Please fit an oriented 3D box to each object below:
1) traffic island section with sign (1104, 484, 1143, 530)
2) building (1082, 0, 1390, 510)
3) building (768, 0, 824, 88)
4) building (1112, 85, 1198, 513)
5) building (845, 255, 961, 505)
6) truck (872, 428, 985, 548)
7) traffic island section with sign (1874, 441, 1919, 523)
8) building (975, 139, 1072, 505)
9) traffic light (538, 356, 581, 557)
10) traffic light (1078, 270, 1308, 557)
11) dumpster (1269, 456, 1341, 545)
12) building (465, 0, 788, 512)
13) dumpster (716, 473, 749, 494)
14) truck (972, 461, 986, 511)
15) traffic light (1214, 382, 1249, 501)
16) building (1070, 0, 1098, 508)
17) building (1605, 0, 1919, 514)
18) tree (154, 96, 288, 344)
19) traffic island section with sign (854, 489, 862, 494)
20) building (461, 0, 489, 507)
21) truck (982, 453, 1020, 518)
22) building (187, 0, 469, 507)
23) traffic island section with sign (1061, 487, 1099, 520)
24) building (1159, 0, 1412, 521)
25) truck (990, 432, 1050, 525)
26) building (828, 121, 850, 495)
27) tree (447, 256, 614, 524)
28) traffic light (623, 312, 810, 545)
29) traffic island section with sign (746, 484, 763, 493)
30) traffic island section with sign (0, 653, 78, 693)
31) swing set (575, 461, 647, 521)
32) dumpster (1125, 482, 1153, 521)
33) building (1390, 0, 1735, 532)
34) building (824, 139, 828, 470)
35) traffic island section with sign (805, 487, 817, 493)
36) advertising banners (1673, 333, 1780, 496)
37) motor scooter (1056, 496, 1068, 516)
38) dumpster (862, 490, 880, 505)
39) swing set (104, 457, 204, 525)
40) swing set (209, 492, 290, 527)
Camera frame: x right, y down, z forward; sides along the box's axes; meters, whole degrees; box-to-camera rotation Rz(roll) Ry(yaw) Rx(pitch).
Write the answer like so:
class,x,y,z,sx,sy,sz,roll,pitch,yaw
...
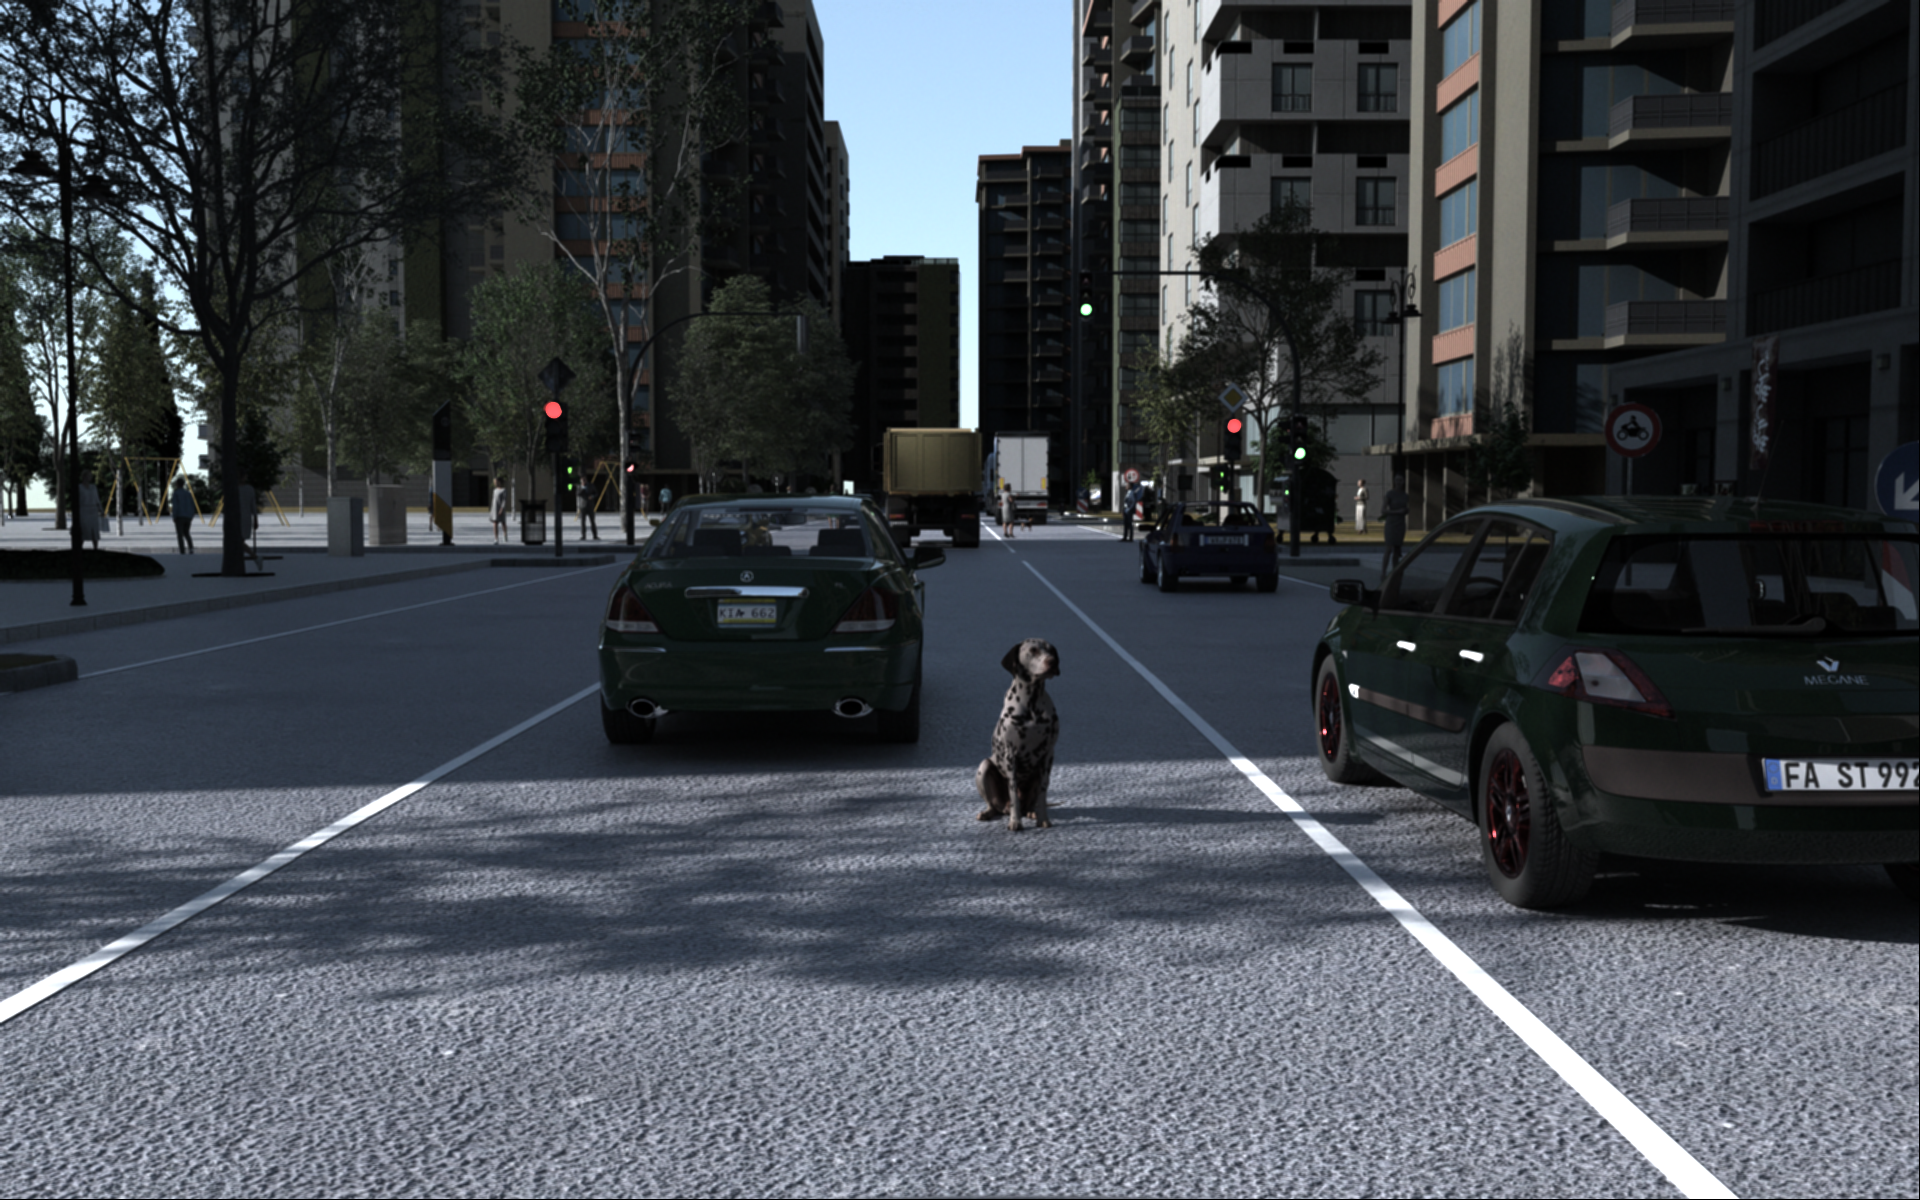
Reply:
class,x,y,z,sx,sy,sz,roll,pitch,yaw
traffic island section with sign,6.739,-3.669,68.622,1.989,1.847,2.006,0,4,0
building,21.780,-30.129,147.235,22.147,44.769,28.867,0,4,0
building,-23.824,-32.723,158.717,21.300,48.544,21.600,0,4,0
building,17.985,-21.675,126.093,14.160,30.474,14.107,0,4,0
building,-6.988,-26.975,212.736,14.107,30.474,14.160,0,4,0
truck,-0.854,-3.283,49.600,3.469,3.379,9.791,0,4,-2
traffic island section with sign,7.012,-0.307,13.644,1.989,1.847,2.006,0,4,0
building,14.824,-34.370,216.565,28.867,44.769,22.147,0,4,0
traffic light,-8.208,-2.842,35.390,0.839,4.253,0.868,0,4,0
traffic light,4.762,-3.710,35.333,4.771,5.953,1.251,0,4,0
dumpster,8.878,-2.573,44.559,1.502,2.255,1.985,0,4,0
building,-25.112,-29.254,132.923,22.147,44.769,28.867,0,4,0
dumpster,-10.569,-4.800,80.966,1.502,2.255,1.985,0,4,0
truck,2.410,-9.961,151.773,2.839,4.237,11.283,0,4,-2
traffic light,6.811,-3.336,43.470,0.839,4.253,0.868,0,4,0
building,21.822,-38.760,175.732,21.231,58.520,28.212,0,4,0
building,22.494,-35.613,20.526,20.563,71.187,20.611,0,4,0
tree,-31.470,-13.923,83.534,12.611,20.169,13.585,0,3,0
traffic island section with sign,-8.505,-8.357,145.269,1.989,1.847,2.006,0,4,0
building,-38.593,-45.382,180.240,20.611,71.187,20.563,0,4,0
truck,3.231,-7.203,107.535,2.967,4.110,18.799,0,4,-2
building,-62.999,-39.002,179.676,28.212,58.520,21.231,0,4,0
traffic island section with sign,6.586,-5.318,95.576,1.989,1.847,2.006,0,4,0
building,25.834,-30.848,93.607,28.713,52.752,27.495,0,4,0
truck,2.885,-5.779,83.397,2.839,4.237,11.283,0,4,1
building,-24.858,-36.170,215.078,21.600,48.544,21.300,0,4,0
tree,-18.663,-9.157,75.472,9.928,11.665,9.643,0,3,0
traffic light,-6.159,-4.205,43.421,4.771,5.953,1.251,0,4,0
traffic island section with sign,-8.097,-3.662,68.509,1.989,1.847,2.006,0,4,0
traffic island section with sign,-7.803,-0.259,12.862,1.989,1.847,2.006,0,4,0
swing set,-16.952,-5.284,84.005,2.862,2.851,3.119,0,4,3
dumpster,8.563,-4.684,82.347,1.264,1.857,1.865,0,4,0
building,29.214,-24.727,58.908,28.867,44.769,22.147,0,4,0
building,-21.258,-30.597,183.856,14.086,41.232,14.154,0,4,0
traffic island section with sign,-8.239,-5.357,96.210,1.989,1.847,2.006,0,4,0
advertising banners,8.779,-1.451,19.908,0.090,3.025,2.074,0,4,-6
motor scooter,6.693,-6.170,113.660,0.815,1.314,1.986,0,4,1
dumpster,-8.781,-9.924,170.479,1.865,1.857,1.264,0,4,1
swing set,-34.774,-4.722,74.816,2.862,2.851,3.119,1,4,23
swing set,-28.404,-4.370,69.063,2.862,2.851,3.119,-2,4,-25
